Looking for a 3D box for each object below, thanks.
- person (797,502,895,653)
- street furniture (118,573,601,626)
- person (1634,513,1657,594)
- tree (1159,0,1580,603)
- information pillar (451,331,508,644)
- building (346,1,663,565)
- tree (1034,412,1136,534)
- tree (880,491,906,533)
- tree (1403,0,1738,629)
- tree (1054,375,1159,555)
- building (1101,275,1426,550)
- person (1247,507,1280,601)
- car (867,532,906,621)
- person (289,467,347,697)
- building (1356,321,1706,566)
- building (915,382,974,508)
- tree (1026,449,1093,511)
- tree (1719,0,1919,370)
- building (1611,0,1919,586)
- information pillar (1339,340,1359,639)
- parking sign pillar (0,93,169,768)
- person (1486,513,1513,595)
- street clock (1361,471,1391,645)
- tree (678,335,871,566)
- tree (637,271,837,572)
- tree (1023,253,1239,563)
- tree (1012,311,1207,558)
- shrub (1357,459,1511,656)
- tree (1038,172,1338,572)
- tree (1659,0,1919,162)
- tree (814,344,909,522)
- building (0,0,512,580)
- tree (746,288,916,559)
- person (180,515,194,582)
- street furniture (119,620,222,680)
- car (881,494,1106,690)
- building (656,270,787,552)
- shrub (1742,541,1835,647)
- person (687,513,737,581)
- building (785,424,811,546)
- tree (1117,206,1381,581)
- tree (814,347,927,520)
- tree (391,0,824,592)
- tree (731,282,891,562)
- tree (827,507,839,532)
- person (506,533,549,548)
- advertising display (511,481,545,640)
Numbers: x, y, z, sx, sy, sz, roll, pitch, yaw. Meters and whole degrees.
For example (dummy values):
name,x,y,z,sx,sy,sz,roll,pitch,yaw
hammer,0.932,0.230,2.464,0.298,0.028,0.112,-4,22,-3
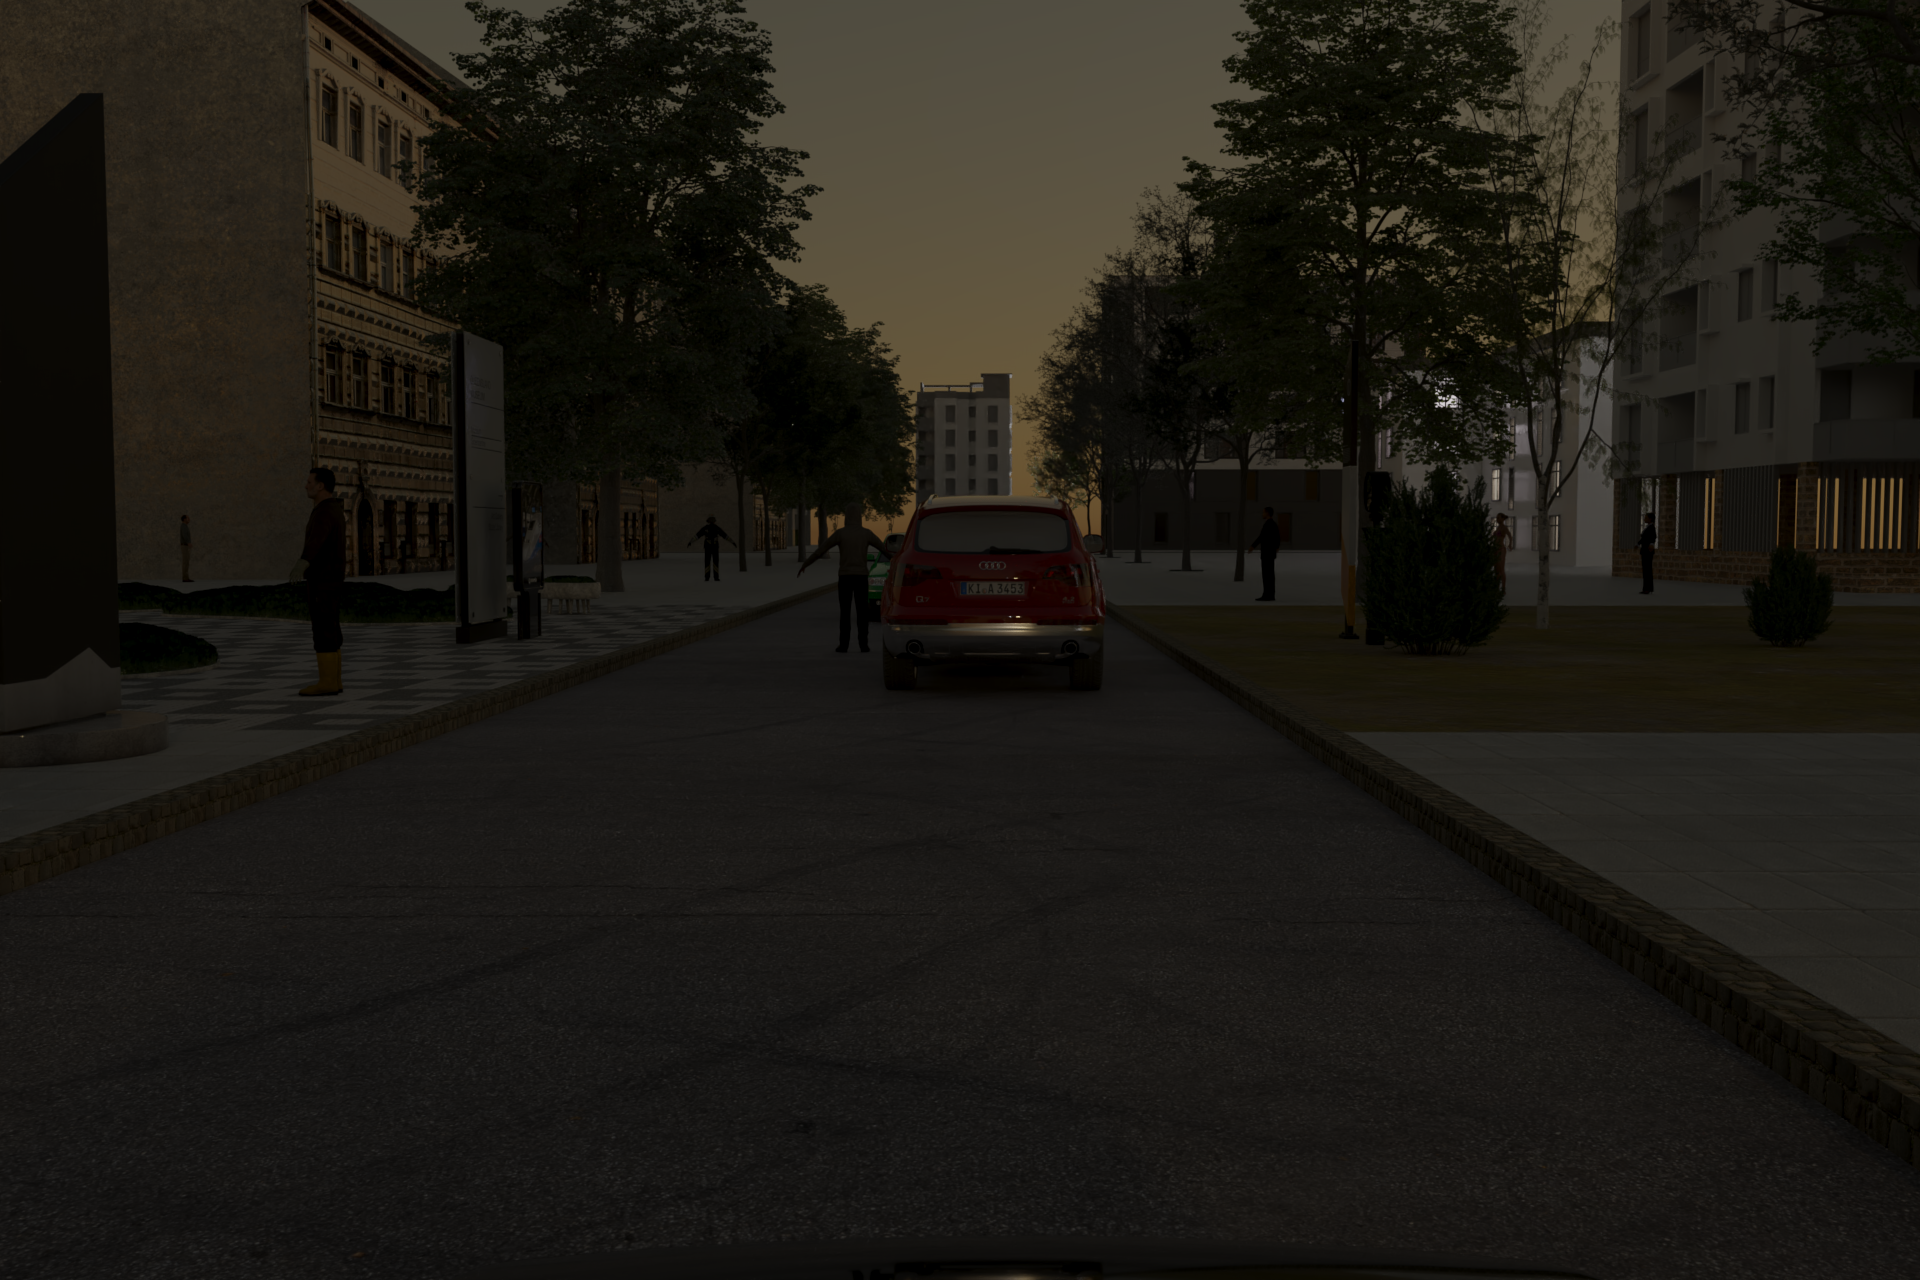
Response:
name,x,y,z,sx,sy,sz,roll,pitch,yaw
person,-1.296,-0.760,21.008,1.348,1.813,0.705,-1,4,-9
street furniture,-10.602,-0.770,28.222,10.072,0.657,5.734,2,4,34
person,14.614,-1.851,36.990,0.721,1.740,1.216,0,4,6
tree,7.288,-6.983,32.296,7.486,12.596,7.792,0,3,0
information pillar,-5.804,-1.813,20.953,0.184,3.620,1.656,0,4,0
building,-25.109,-15.299,81.072,19.493,23.208,18.063,0,4,1
tree,8.426,-11.117,116.180,7.601,10.594,8.767,0,4,-5
tree,-8.347,-15.598,205.383,4.737,8.622,4.395,0,3,0
tree,7.924,-4.465,23.372,4.360,8.622,3.978,0,3,0
tree,8.974,-11.051,106.446,9.928,11.665,9.643,0,3,0
building,26.252,-18.910,153.158,27.936,21.610,32.646,0,4,1
person,5.896,-1.655,33.279,0.704,1.802,1.346,2,4,33
car,-0.652,-1.285,29.803,1.959,1.807,4.718,0,4,1
person,-5.103,-0.470,13.819,0.704,1.812,1.346,-1,4,-10
building,25.499,-8.583,82.474,9.099,9.664,28.070,0,4,1
building,-4.978,-21.387,208.559,11.380,20.090,16.016,0,4,5
tree,11.992,-17.144,206.057,9.928,11.665,9.643,0,3,0
tree,16.616,-6.252,27.984,9.928,11.665,9.643,0,3,0
building,24.545,-11.814,49.578,16.016,20.090,11.380,0,4,1
information pillar,4.778,-1.828,21.238,0.183,3.616,0.504,0,4,1
parking sign pillar,-5.439,-1.320,10.051,1.447,3.967,1.447,0,4,1
person,11.373,-1.829,36.707,0.721,1.733,1.217,-1,4,-13
street clock,4.810,-0.945,20.014,0.358,2.002,0.471,0,4,2
tree,-7.586,-8.241,69.147,8.767,10.594,7.601,0,4,5
tree,-7.698,-7.605,58.753,7.601,10.594,8.767,-3,5,-40
tree,7.882,-10.110,75.663,12.009,13.543,11.850,0,3,0
tree,7.977,-11.171,93.012,12.009,13.543,11.850,0,3,0
shrub,5.054,-0.881,18.450,1.661,2.075,1.752,0,3,0
tree,7.750,-9.100,59.161,12.009,13.543,11.850,0,3,0
tree,6.849,-6.057,9.408,12.009,13.543,11.850,0,3,0
tree,-6.977,-11.378,104.155,7.486,12.596,7.792,0,3,0
building,-26.991,-13.838,57.172,19.493,23.208,18.063,0,4,2
tree,-7.086,-11.176,89.381,9.857,13.997,8.962,0,3,0
person,-20.620,-2.442,46.196,0.705,1.796,1.348,-2,4,-26
street furniture,-11.905,0.045,14.889,10.072,0.657,5.734,-2,4,-35
car,0.344,-0.536,17.435,2.281,1.827,5.304,0,4,1
building,-23.928,-18.575,134.627,19.493,23.208,18.063,0,4,2
shrub,9.461,-0.530,19.784,1.383,1.207,1.383,0,3,0
person,-6.772,-2.536,47.250,1.354,1.856,0.705,-1,4,-15
building,-25.738,-19.168,179.858,16.747,18.905,31.486,0,4,2
tree,7.904,-6.868,46.696,7.601,10.594,8.767,-1,4,-12
tree,-6.930,-12.831,116.446,9.857,13.997,8.962,0,3,0
tree,-7.856,-8.041,38.130,9.857,13.997,8.962,0,3,0
tree,-6.989,-9.783,78.080,7.486,12.596,7.792,0,3,0
tree,-14.738,-15.414,202.388,4.737,8.622,4.395,0,3,0
person,-11.599,-2.451,46.197,1.348,1.813,0.705,0,4,4
advertising display,-5.306,-0.985,21.311,0.123,1.923,0.974,0,4,2
